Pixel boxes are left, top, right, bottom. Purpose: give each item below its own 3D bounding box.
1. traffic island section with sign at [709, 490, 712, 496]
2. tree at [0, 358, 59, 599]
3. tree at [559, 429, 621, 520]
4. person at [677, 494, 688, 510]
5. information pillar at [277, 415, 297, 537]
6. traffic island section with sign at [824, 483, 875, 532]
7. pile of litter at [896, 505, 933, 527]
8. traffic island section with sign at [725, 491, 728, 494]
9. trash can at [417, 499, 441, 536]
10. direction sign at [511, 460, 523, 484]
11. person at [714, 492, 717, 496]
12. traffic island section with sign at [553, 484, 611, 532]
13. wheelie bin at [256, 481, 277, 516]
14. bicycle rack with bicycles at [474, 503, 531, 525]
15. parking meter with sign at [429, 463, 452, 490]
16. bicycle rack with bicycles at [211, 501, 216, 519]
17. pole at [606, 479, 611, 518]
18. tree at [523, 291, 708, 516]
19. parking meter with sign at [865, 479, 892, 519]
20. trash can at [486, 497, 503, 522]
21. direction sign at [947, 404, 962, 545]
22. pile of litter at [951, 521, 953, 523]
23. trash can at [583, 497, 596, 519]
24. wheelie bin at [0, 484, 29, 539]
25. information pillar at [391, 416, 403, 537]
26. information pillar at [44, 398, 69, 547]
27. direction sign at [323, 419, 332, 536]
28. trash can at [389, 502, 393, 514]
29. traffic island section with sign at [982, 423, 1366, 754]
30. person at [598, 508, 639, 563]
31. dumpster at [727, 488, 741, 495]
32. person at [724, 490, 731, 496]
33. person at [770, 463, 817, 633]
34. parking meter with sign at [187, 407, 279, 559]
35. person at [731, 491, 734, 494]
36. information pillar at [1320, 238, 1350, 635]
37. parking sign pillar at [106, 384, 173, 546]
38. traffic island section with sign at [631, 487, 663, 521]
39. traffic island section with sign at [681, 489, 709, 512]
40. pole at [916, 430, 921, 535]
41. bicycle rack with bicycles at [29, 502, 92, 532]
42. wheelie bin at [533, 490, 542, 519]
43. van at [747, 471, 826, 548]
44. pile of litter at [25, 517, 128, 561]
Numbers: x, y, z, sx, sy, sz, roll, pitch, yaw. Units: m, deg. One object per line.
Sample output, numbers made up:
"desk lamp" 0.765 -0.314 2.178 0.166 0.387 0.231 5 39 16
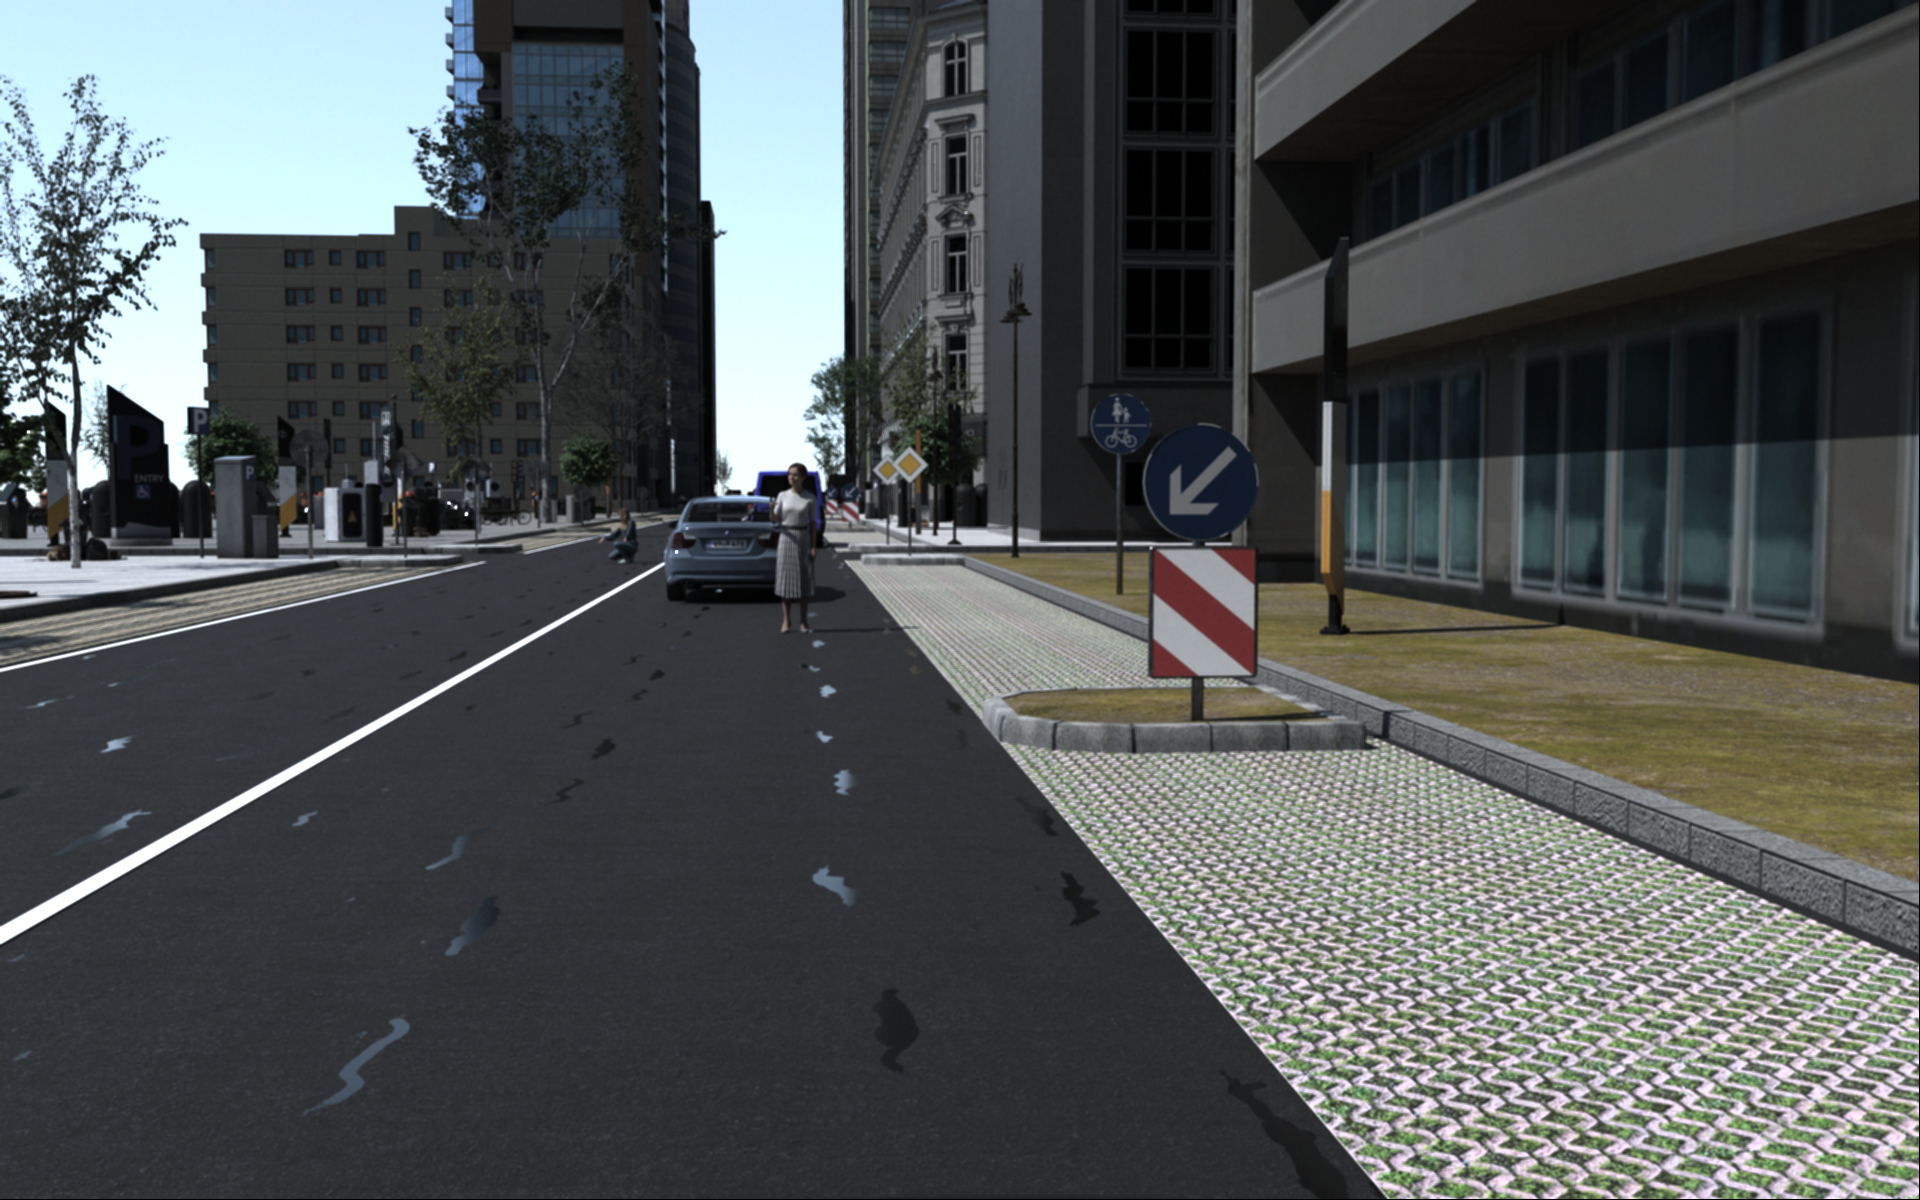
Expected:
"traffic island section with sign" -24.496 -9.805 168.945 1.989 1.847 2.006 0 4 -6
"tree" -11.923 -1.638 21.380 1.663 3.219 1.824 0 3 0
"tree" -18.630 -6.316 86.984 4.285 4.588 4.351 0 3 0
"person" -19.500 -6.727 121.675 0.628 1.438 0.799 2 4 23
"information pillar" -19.990 -3.675 51.440 0.504 3.616 0.183 -1 4 -12
"traffic island section with sign" -4.267 -3.467 65.319 1.989 1.847 2.006 0 4 -6
"pile of litter" -1.720 -3.280 67.588 1.719 0.858 1.176 -1 4 -16
"traffic island section with sign" -32.687 -14.852 251.459 1.989 1.847 2.006 0 4 -6
"trash can" -16.392 -2.559 53.489 0.748 1.137 0.748 0 3 0
"direction sign" -29.610 -7.576 115.857 0.876 3.537 0.379 1 4 20
"person" -26.098 -10.735 184.931 0.530 1.710 0.541 1 4 18
"traffic island section with sign" -14.248 -3.475 65.450 1.989 1.847 2.006 0 4 -6
"wheelie bin" -17.496 -2.158 43.190 0.693 1.594 0.980 0 4 2
"bicycle rack with bicycles" -19.445 -3.569 71.739 2.925 0.926 2.852 0 4 -3
"parking meter with sign" -28.649 -6.127 96.442 0.543 3.016 1.738 3 4 38
"bicycle rack with bicycles" -38.614 -4.612 88.783 2.852 0.926 2.925 2 4 32
"pole" -18.741 -6.020 92.278 0.158 3.312 0.155 0 3 0
"tree" -20.126 -11.742 102.348 12.009 13.543 11.850 0 3 0
"parking meter with sign" -4.118 -5.676 89.057 0.543 3.016 1.738 3 5 45
"trash can" -21.612 -4.207 80.433 0.748 1.137 0.748 0 3 0
"direction sign" -0.137 -3.167 43.776 0.379 3.537 0.876 1 4 20
"pile of litter" 0.194 -3.629 73.292 1.176 0.858 1.719 1 4 11
"trash can" -19.245 -4.787 89.924 0.748 1.137 0.748 0 3 0
"wheelie bin" -27.209 -2.561 49.787 0.980 1.594 0.693 2 4 35
"information pillar" -16.949 -3.722 52.204 0.504 3.616 0.183 3 4 38
"information pillar" -22.036 -3.112 42.230 0.504 3.616 0.183 -2 4 -26
"direction sign" -19.106 -3.694 52.397 0.379 3.537 0.876 -1 4 -9
"trash can" -29.030 -4.730 88.984 0.748 1.137 0.748 0 3 0
"traffic island section with sign" 1.172 -0.112 10.462 1.989 1.847 2.006 0 4 -6
"person" -7.000 -1.340 35.910 0.738 1.151 1.012 -2 4 -30
"dumpster" -31.596 -14.525 242.439 1.985 2.255 1.502 0 4 -7
"person" -16.586 -7.008 124.015 0.756 1.711 0.436 -2 4 -32
"person" -1.717 -0.536 17.839 0.480 1.755 0.524 0 4 -2
"parking meter with sign" -14.454 -2.342 34.549 1.738 3.016 0.543 1 4 15
"person" -26.675 -11.890 202.843 1.348 1.831 0.705 1 4 21
"information pillar" 3.411 -1.492 15.751 0.183 3.616 0.504 2 4 28
"parking sign pillar" -20.370 -3.333 42.974 1.447 3.967 1.447 -3 5 -44
"traffic island section with sign" -16.932 -5.132 92.533 1.989 1.847 2.006 0 4 -6
"traffic island section with sign" -21.849 -8.165 142.120 1.989 1.847 2.006 0 4 -6
"pole" -1.316 -3.735 54.907 0.158 3.312 0.155 0 3 0
"bicycle rack with bicycles" -30.472 -2.830 59.647 2.852 0.926 2.925 -1 4 -11
"wheelie bin" -21.975 -5.059 90.629 0.693 1.594 0.980 -1 4 -14
"van" -4.780 -2.667 47.989 2.240 2.365 5.245 0 4 -6
"pile of litter" -17.147 -1.201 33.596 1.719 0.858 1.176 0 4 -2
